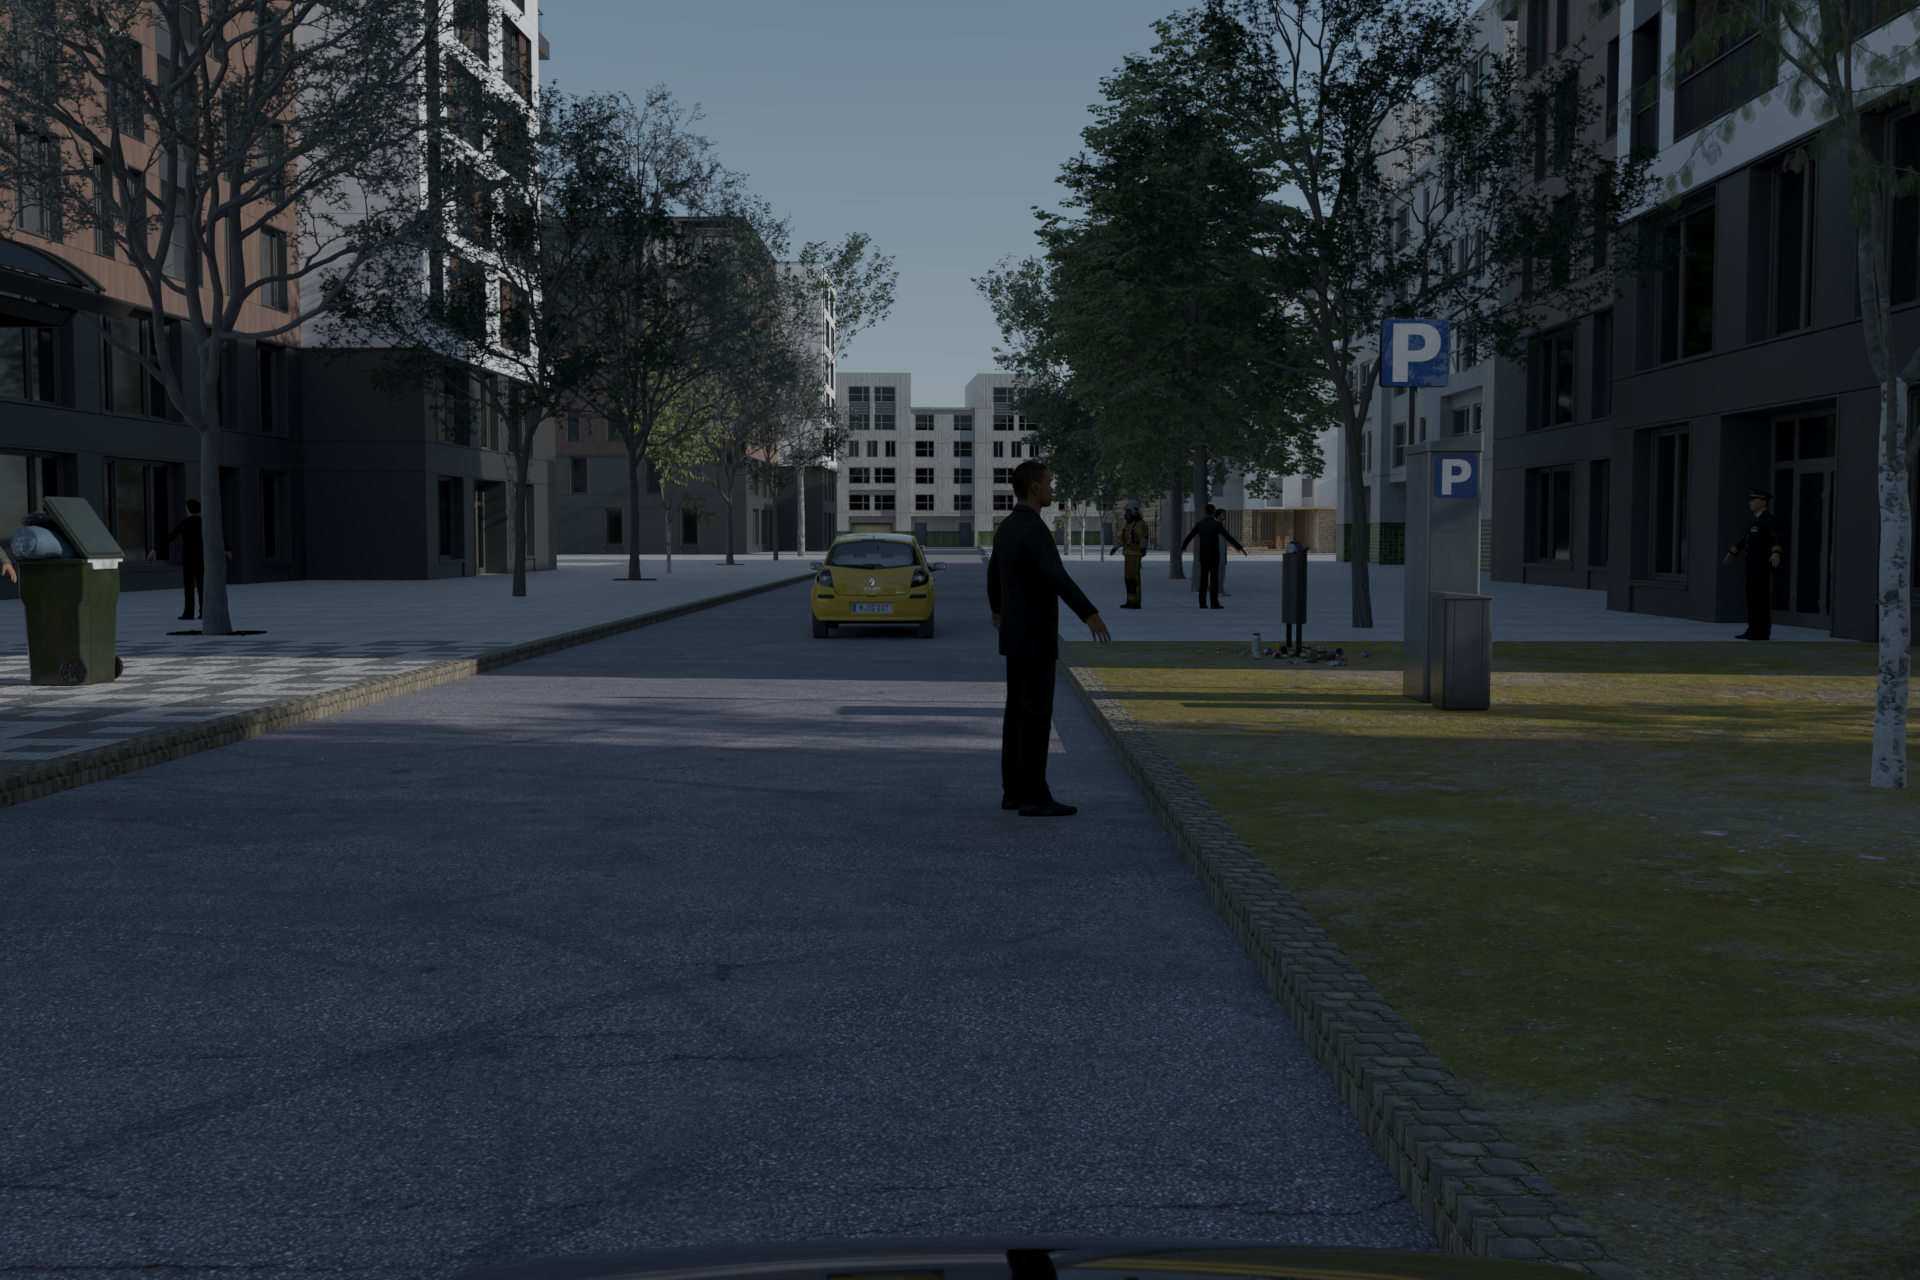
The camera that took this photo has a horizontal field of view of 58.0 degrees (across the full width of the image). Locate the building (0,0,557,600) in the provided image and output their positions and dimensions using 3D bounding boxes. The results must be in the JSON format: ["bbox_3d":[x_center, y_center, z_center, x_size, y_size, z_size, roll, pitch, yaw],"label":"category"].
[{"bbox_3d":[-28.713,-12.324,45.478,27.936,21.610,32.646,0,4,1],"label":"building"}]

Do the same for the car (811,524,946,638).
[{"bbox_3d":[-1.210,-0.918,25.240,2.015,1.641,3.980,0,4,-1],"label":"car"}]

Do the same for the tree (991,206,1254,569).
[{"bbox_3d":[6.310,-9.609,63.757,9.857,13.997,8.962,0,3,0],"label":"tree"}]

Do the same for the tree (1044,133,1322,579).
[{"bbox_3d":[6.263,-7.991,48.774,7.486,12.596,7.792,0,3,0],"label":"tree"}]

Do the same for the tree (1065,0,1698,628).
[{"bbox_3d":[5.586,-5.466,23.786,8.767,10.594,7.601,0,4,7],"label":"tree"}]

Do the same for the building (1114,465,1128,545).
[{"bbox_3d":[25.329,-20.832,171.531,19.493,23.208,18.063,0,4,0],"label":"building"}]

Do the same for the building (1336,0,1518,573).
[{"bbox_3d":[25.776,-12.090,64.134,16.747,18.905,31.486,0,4,0],"label":"building"}]

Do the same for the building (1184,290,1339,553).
[{"bbox_3d":[22.015,-16.656,128.743,16.016,20.090,11.380,0,4,1],"label":"building"}]

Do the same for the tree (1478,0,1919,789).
[{"bbox_3d":[4.912,-3.566,8.660,4.360,8.622,3.978,0,3,0],"label":"tree"}]

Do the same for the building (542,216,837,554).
[{"bbox_3d":[-24.248,-17.371,127.989,27.936,21.610,32.646,0,4,0],"label":"building"}]

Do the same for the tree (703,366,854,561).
[{"bbox_3d":[-8.760,-9.148,83.990,8.767,10.594,7.601,2,4,26],"label":"tree"}]

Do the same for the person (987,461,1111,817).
[{"bbox_3d":[0.386,-0.014,8.911,0.704,1.802,1.346,-1,4,-21],"label":"person"}]

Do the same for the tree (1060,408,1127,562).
[{"bbox_3d":[6.608,-7.839,78.533,4.360,8.622,3.978,0,3,0],"label":"tree"}]

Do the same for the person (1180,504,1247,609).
[{"bbox_3d":[4.308,-1.440,29.762,1.346,1.802,0.704,3,5,42],"label":"person"}]

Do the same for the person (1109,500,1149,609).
[{"bbox_3d":[2.938,-1.463,29.693,0.705,1.858,1.354,-1,4,-19],"label":"person"}]

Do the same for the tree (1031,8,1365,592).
[{"bbox_3d":[4.993,-7.365,38.546,7.486,12.596,7.792,0,3,0],"label":"tree"}]

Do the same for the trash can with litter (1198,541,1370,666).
[{"bbox_3d":[3.427,-0.417,17.873,1.678,1.210,2.233,0,4,-1],"label":"trash can with litter"}]

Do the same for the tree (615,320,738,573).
[{"bbox_3d":[-9.444,-6.481,56.328,4.737,8.622,4.395,0,3,0],"label":"tree"}]

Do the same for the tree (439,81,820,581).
[{"bbox_3d":[-8.940,-8.381,47.407,12.009,13.543,11.850,0,3,0],"label":"tree"}]

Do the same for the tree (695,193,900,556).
[{"bbox_3d":[-10.589,-14.852,98.715,12.611,20.169,13.585,0,3,0],"label":"tree"}]

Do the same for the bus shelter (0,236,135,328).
[{"bbox_3d":[-6.777,-0.939,9.269,2.014,3.302,5.546,0,4,2],"label":"bus shelter"}]

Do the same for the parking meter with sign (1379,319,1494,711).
[{"bbox_3d":[3.692,-1.044,13.322,0.543,3.016,1.738,0,4,0],"label":"parking meter with sign"}]

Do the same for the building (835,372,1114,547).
[{"bbox_3d":[1.267,-20.088,197.354,31.486,18.905,16.747,0,4,-5],"label":"building"}]

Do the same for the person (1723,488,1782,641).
[{"bbox_3d":[9.638,-0.919,20.962,0.705,1.837,1.347,0,4,0],"label":"person"}]

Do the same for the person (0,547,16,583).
[{"bbox_3d":[-8.184,-0.460,13.789,1.348,1.796,0.705,0,4,-5],"label":"person"}]

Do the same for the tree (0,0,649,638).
[{"bbox_3d":[-9.531,-6.799,21.526,12.009,13.543,11.850,0,3,0],"label":"tree"}]

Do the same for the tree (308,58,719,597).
[{"bbox_3d":[-9.061,-6.151,34.979,8.767,10.594,7.601,0,4,-6],"label":"tree"}]

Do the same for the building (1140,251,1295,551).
[{"bbox_3d":[24.547,-18.927,140.386,19.493,23.208,18.063,0,3,0],"label":"building"}]

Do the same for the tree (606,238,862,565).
[{"bbox_3d":[-9.627,-9.851,71.439,12.009,13.543,11.850,0,3,0],"label":"tree"}]

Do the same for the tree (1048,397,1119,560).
[{"bbox_3d":[6.077,-8.254,85.318,4.737,8.622,4.395,0,3,0],"label":"tree"}]

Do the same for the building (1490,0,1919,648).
[{"bbox_3d":[24.869,-11.416,30.622,27.936,21.610,32.646,0,4,1],"label":"building"}]

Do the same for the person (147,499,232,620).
[{"bbox_3d":[-11.497,-1.210,25.973,0.705,1.806,1.347,2,4,34],"label":"person"}]

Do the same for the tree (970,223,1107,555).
[{"bbox_3d":[7.288,-15.081,102.458,12.611,20.169,13.585,0,3,0],"label":"tree"}]

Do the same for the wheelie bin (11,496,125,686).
[{"bbox_3d":[-7.640,-0.422,14.813,0.693,1.594,0.980,0,4,1],"label":"wheelie bin"}]

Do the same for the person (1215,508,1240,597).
[{"bbox_3d":[5.363,-1.800,35.618,0.705,1.806,1.347,2,4,35],"label":"person"}]
